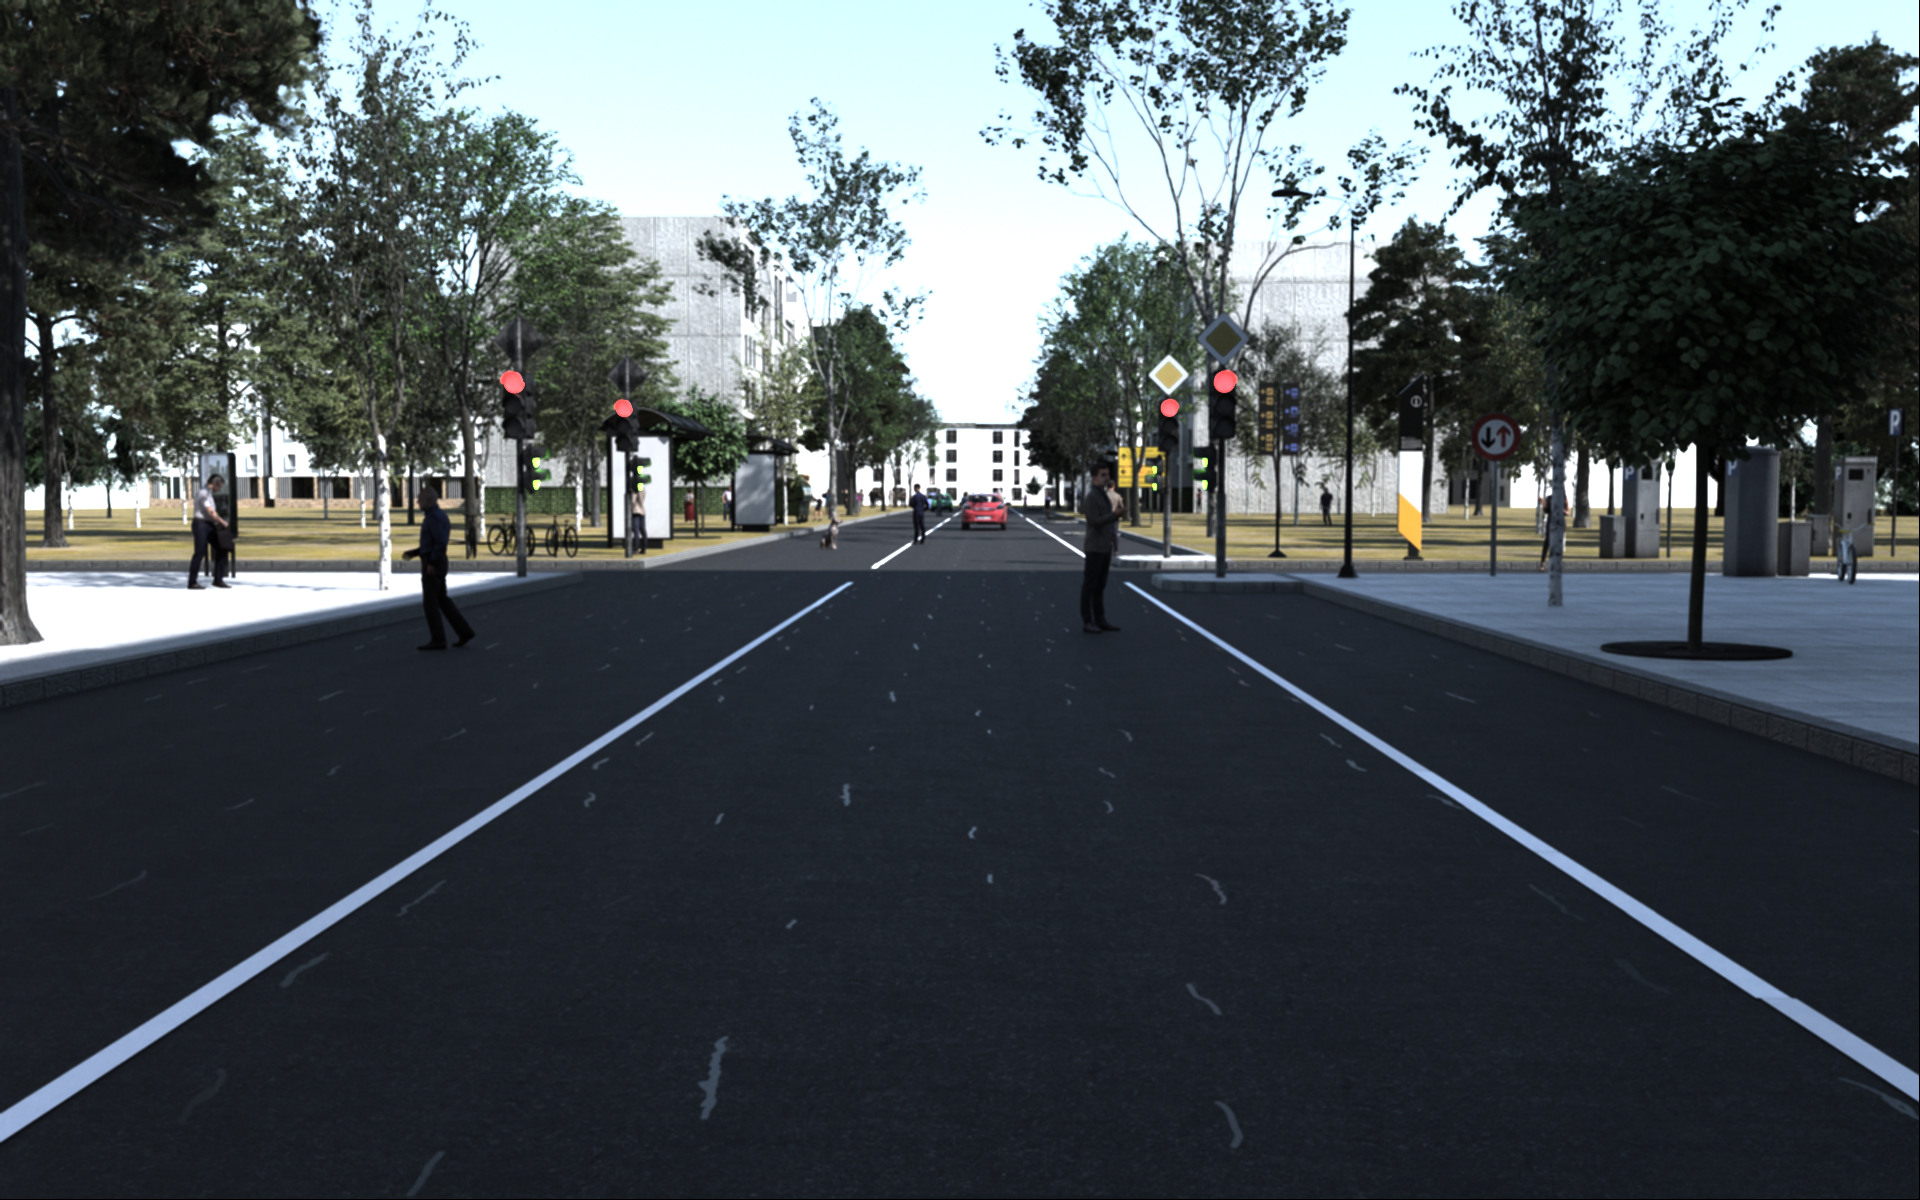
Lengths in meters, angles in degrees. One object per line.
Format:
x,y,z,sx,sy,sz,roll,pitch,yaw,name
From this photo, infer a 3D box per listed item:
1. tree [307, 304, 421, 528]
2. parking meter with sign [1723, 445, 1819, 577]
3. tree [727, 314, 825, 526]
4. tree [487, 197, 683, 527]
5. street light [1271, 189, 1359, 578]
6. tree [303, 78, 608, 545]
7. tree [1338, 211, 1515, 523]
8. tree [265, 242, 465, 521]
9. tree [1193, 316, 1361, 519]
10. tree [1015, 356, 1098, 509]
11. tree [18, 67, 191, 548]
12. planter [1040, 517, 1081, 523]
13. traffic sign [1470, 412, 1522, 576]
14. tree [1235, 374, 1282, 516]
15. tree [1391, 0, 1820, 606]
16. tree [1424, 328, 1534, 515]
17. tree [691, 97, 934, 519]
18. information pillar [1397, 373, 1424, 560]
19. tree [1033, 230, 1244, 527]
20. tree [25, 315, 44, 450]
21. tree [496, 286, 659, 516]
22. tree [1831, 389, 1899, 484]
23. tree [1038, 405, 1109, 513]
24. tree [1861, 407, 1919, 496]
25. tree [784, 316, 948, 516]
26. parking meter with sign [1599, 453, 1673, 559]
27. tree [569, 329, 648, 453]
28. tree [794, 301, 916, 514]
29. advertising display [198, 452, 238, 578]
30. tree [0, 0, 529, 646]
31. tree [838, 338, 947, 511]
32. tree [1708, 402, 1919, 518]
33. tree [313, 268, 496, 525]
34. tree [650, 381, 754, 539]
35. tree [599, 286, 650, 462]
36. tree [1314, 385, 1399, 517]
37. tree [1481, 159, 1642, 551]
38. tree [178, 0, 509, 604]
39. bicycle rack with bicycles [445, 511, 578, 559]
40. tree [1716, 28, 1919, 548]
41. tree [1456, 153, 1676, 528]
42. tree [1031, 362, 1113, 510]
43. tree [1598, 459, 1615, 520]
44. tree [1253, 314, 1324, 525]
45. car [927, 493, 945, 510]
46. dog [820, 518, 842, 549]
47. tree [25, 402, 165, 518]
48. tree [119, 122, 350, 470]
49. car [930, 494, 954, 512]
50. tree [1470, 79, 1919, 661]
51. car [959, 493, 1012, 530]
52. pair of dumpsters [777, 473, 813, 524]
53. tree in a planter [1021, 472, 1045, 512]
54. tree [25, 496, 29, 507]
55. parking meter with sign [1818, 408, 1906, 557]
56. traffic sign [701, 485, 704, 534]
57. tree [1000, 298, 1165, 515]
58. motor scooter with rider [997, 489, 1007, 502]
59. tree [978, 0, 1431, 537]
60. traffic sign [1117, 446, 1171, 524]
-22.434,-7.012,65.001,4.737,8.622,4.395,0,3,0,tree
12.316,-1.873,26.878,1.738,3.016,0.543,0,4,-8,parking meter with sign
-7.268,-7.326,70.146,4.737,8.622,4.395,0,3,0,tree
-14.575,-9.101,66.924,7.486,12.596,7.792,0,3,0,tree
5.431,-3.301,26.506,1.470,5.913,1.316,0,4,1,street light
-12.580,-7.225,43.885,9.928,11.665,9.643,0,3,0,tree
21.137,-10.404,77.522,7.806,13.903,7.818,0,3,0,tree
-28.191,-10.805,83.317,9.857,13.997,8.962,0,3,0,tree
16.575,-9.514,89.959,8.767,10.594,7.601,0,4,-6,tree
8.693,-14.925,151.448,7.806,13.903,7.818,0,3,0,tree
-21.704,-7.286,41.175,6.751,12.117,7.091,0,3,0,tree
5.005,-4.008,86.674,1.991,0.319,1.994,0,4,1,planter
8.354,-1.649,27.072,0.768,2.556,0.104,1,4,10,traffic sign
17.090,-9.234,101.334,4.737,8.622,4.395,0,3,0,tree
7.030,-4.228,19.484,4.360,8.622,3.978,0,3,0,tree
31.221,-11.106,103.644,6.751,12.117,7.091,0,3,0,tree
-7.365,-14.052,85.640,12.611,20.169,13.585,0,3,0,tree
8.720,-2.578,33.502,0.504,3.616,0.183,-1,4,-10,information pillar
6.952,-8.644,67.087,9.928,11.665,9.643,0,3,0,tree
-31.987,-6.812,61.736,4.360,8.622,3.978,0,3,0,tree
-21.680,-11.571,99.559,12.009,13.543,11.850,0,3,0,tree
33.234,-6.905,63.262,4.737,8.622,4.395,0,3,0,tree
7.835,-10.156,116.420,4.360,8.622,3.978,0,3,0,tree
54.657,-7.280,81.933,20.602,7.101,11.467,0,4,-6,tree
-6.533,-10.743,101.410,9.928,11.665,9.643,0,3,0,tree
13.555,-2.340,34.519,1.738,3.016,0.543,-2,4,-25,parking meter with sign
-14.745,-7.531,73.487,4.737,8.622,4.395,0,3,0,tree
-7.197,-12.614,113.665,7.806,13.903,7.818,0,3,0,tree
-11.460,-1.318,26.766,0.974,1.923,0.123,3,5,40,advertising display
-8.140,-6.533,14.239,7.806,13.903,7.818,0,3,0,tree
-5.872,-13.393,129.350,12.009,13.543,11.850,0,3,0,tree
49.636,-12.027,98.465,18.604,14.587,13.155,-3,5,-42,tree
-23.150,-8.430,72.240,8.767,10.594,7.601,0,4,3,tree
-7.715,-4.082,50.462,4.285,4.588,4.351,0,3,0,tree
-13.089,-6.705,59.997,4.360,8.622,3.978,0,3,0,tree
23.326,-9.071,98.674,4.737,8.622,4.395,0,3,0,tree
13.609,-5.414,38.887,4.737,8.622,4.395,0,3,0,tree
-7.775,-4.421,22.638,4.360,8.622,3.978,0,3,0,tree
-9.328,-1.347,35.408,2.852,0.926,2.925,-2,4,-29,bicycle rack with bicycles
20.599,-7.278,41.051,6.751,12.117,7.091,0,3,0,tree
23.585,-9.680,64.930,9.857,13.997,8.962,0,3,0,tree
9.320,-13.438,141.769,6.751,12.117,7.091,0,3,0,tree
32.540,-9.842,86.674,9.928,11.665,9.643,0,3,0,tree
14.250,-7.436,71.937,4.360,8.622,3.978,0,3,0,tree
-2.216,-8.983,156.468,1.945,1.707,3.694,0,4,2,car
-3.435,-1.748,45.424,0.513,0.831,0.800,-1,4,-21,dog
-48.452,-7.823,90.817,20.602,7.101,11.467,2,4,33,tree
-22.233,-8.219,52.513,7.486,12.596,7.792,0,3,0,tree
-1.485,-8.147,142.004,1.959,1.807,4.718,0,4,1,car
5.873,-1.847,13.905,4.285,4.588,4.351,0,3,0,tree
1.001,-3.720,69.857,2.155,1.783,4.494,0,4,2,car
-7.464,-4.541,76.735,1.574,2.255,4.436,0,4,1,pair of dumpsters
5.810,-8.515,136.447,1.991,3.239,1.994,0,4,1,tree in a planter
-50.328,-10.576,74.734,18.604,14.587,13.155,-1,4,-19,tree
18.326,-2.401,35.517,1.738,3.016,0.543,0,4,4,parking meter with sign
-8.347,-3.429,56.165,0.768,2.556,0.104,0,4,4,traffic sign
7.669,-11.961,105.927,12.009,13.543,11.850,0,3,0,tree
2.193,-5.252,94.840,0.876,1.779,1.986,0,3,0,motor scooter with rider
6.931,-11.853,49.680,12.611,20.169,13.585,0,3,0,tree
7.781,-4.849,73.156,2.265,3.308,0.079,0,4,5,traffic sign
